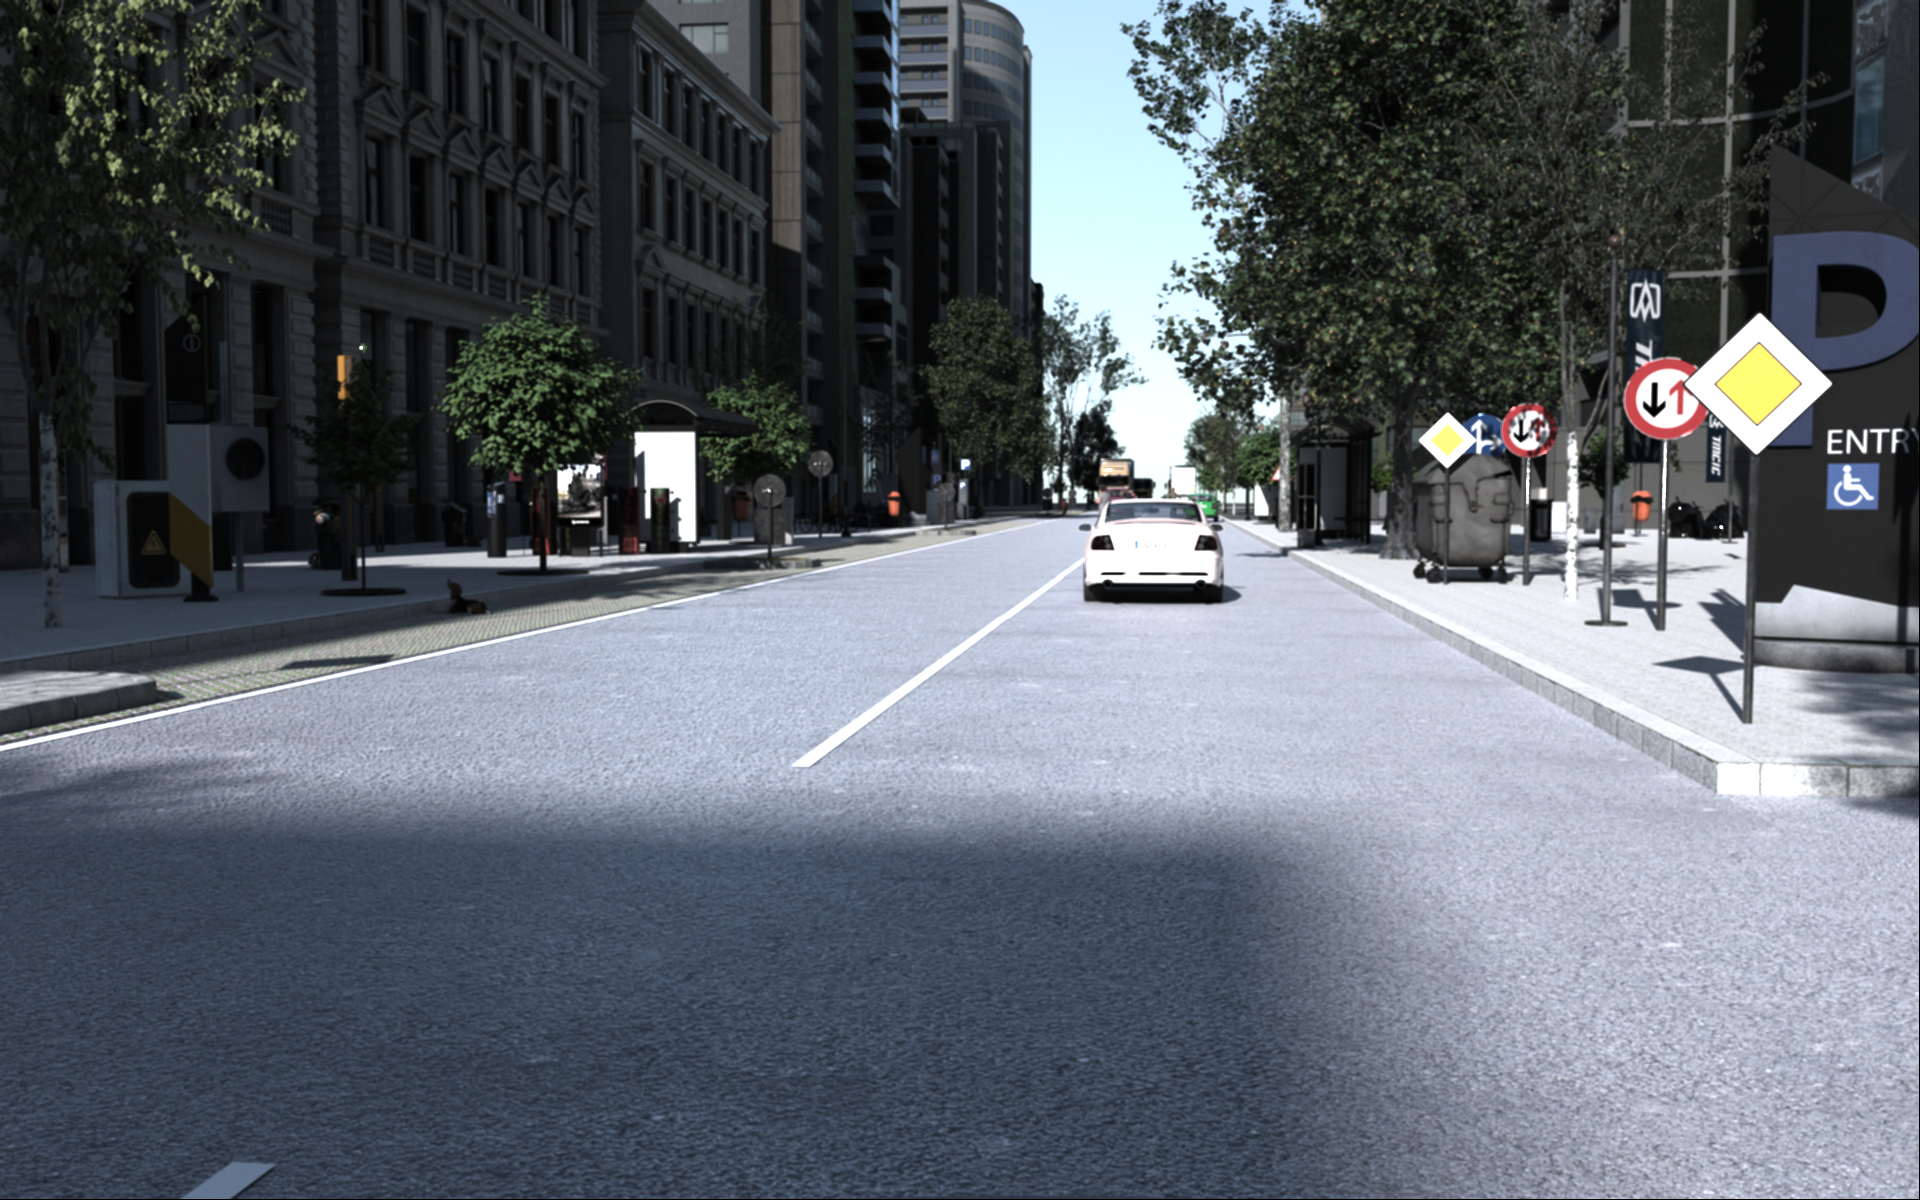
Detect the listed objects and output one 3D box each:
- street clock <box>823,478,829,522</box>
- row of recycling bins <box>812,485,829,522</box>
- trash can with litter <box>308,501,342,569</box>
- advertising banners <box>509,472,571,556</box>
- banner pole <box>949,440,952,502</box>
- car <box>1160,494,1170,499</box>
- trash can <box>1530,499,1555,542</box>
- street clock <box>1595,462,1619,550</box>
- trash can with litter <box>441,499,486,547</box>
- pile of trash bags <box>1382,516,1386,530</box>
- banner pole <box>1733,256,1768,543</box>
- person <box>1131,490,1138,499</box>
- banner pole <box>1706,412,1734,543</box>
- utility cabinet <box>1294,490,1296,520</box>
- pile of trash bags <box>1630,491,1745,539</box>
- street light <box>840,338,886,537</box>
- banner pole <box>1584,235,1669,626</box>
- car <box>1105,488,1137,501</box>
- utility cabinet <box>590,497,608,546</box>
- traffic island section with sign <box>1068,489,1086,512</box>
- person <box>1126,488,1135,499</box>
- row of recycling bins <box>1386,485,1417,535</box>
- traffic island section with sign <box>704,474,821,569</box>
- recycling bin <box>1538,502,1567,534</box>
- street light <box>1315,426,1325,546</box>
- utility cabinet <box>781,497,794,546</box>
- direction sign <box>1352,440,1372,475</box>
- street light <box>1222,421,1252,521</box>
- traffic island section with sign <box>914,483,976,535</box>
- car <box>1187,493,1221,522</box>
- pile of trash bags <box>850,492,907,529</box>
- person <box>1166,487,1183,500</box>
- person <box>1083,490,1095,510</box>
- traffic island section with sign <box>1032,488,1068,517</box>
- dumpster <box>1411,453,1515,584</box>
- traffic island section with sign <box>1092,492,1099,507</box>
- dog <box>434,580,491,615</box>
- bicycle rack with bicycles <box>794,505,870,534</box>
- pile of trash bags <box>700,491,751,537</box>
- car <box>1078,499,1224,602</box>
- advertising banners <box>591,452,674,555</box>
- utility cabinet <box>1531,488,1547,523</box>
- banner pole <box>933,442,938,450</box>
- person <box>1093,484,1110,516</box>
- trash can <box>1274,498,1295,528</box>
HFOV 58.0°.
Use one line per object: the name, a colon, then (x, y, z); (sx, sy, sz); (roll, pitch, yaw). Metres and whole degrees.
street clock: (-5.988, -4.472, 77.689); (0.358, 2.002, 0.471); (-1, 4, -19)
row of recycling bins: (-6.453, -4.525, 81.104); (1.069, 1.692, 3.534); (0, 4, -5)
trash can with litter: (-10.872, -1.114, 29.600); (0.624, 1.170, 1.055); (-3, 5, -42)
advertising banners: (-8.736, -2.447, 36.196); (2.074, 3.025, 0.090); (2, 4, 28)
banner pole: (-0.452, -5.488, 79.738); (0.401, 3.779, 0.863); (0, 4, 3)
car: (25.669, -12.307, 213.021); (2.131, 1.459, 4.920); (1, 4, 8)
trash can: (15.579, -2.134, 46.544); (0.748, 1.137, 0.748); (0, 3, 0)
street clock: (14.775, -2.144, 39.625); (0.471, 2.002, 0.358); (0, 4, -6)
trash can with litter: (-12.079, -1.885, 42.204); (1.055, 1.170, 0.624); (1, 4, 10)
pile of trash bags: (16.895, -3.203, 62.116); (3.447, 1.369, 1.912); (-2, 4, -34)
banner pole: (7.697, -1.614, 16.398); (0.401, 3.779, 0.863); (3, 4, 37)
person: (11.112, -6.292, 112.305); (0.756, 1.711, 0.436); (2, 4, 25)
banner pole: (19.872, -3.372, 45.146); (0.863, 3.779, 0.401); (1, 4, 11)
utility cabinet: (15.870, -4.570, 83.396); (1.173, 1.500, 0.318); (-2, 4, -27)
pile of trash bags: (21.412, -2.535, 51.206); (1.912, 1.369, 3.447); (-3, 4, -36)
street light: (-2.884, -4.849, 51.827); (1.470, 5.913, 1.316); (0, 4, 7)
banner pole: (6.555, -1.648, 16.956); (0.863, 3.779, 0.401); (-1, 4, -20)
car: (9.590, -5.903, 105.186); (2.281, 1.827, 5.304); (0, 4, 6)
utility cabinet: (-9.166, -1.983, 43.588); (0.306, 1.237, 1.020); (-2, 4, -29)
traffic island section with sign: (8.967, -7.859, 137.119); (1.989, 1.847, 2.006); (0, 4, 7)
person: (9.498, -5.325, 96.016); (0.568, 1.767, 0.683); (1, 4, 21)
row of recycling bins: (14.632, -2.824, 53.288); (1.069, 1.692, 3.534); (-3, 5, -40)
traffic island section with sign: (-3.780, -1.539, 33.788); (1.989, 1.847, 2.006); (0, 4, 7)
recycling bin: (19.190, -2.662, 56.081); (0.722, 1.027, 0.722); (0, 4, 3)
street light: (8.342, -4.300, 42.849); (1.470, 5.913, 1.316); (0, 4, 7)
utility cabinet: (-4.269, -1.938, 42.852); (0.306, 1.237, 1.020); (0, 4, -4)
direction sign: (16.323, -4.808, 70.600); (0.876, 3.537, 0.379); (1, 4, 18)
street light: (13.389, -6.795, 83.646); (1.470, 5.913, 1.316); (0, 4, 7)
traffic island section with sign: (-0.483, -3.175, 60.542); (1.989, 1.847, 2.006); (0, 4, 7)
car: (12.450, -4.925, 89.313); (1.959, 1.807, 4.718); (1, 4, 9)
pile of trash bags: (-2.920, -3.423, 65.726); (1.912, 1.369, 3.447); (-1, 4, -20)
person: (12.618, -5.729, 102.179); (1.348, 1.823, 0.705); (-1, 4, -21)
person: (11.827, -9.196, 158.936); (1.350, 1.814, 0.705); (3, 4, 37)
traffic island section with sign: (5.621, -6.200, 109.999); (1.989, 1.847, 2.006); (0, 4, 7)
dumpster: (7.392, -1.206, 25.482); (1.264, 1.857, 1.865); (0, 4, 7)
traffic island section with sign: (15.692, -11.196, 191.677); (1.989, 1.847, 2.006); (0, 4, 7)
dog: (-5.899, -0.022, 20.561); (0.550, 0.427, 0.748); (-2, 4, -33)
bicycle rack with bicycles: (-4.239, -2.686, 57.303); (2.852, 0.926, 2.925); (-3, 5, -43)
pile of trash bags: (-8.079, -2.632, 52.785); (3.447, 1.369, 1.912); (-1, 4, -19)
car: (2.692, -0.735, 24.384); (2.083, 1.381, 4.827); (0, 4, 5)
advertising banners: (-6.933, -2.458, 36.377); (2.074, 3.025, 0.090); (-3, 5, -41)
utility cabinet: (20.833, -3.289, 62.451); (0.318, 1.500, 1.173); (0, 4, 3)
banner pole: (-1.141, -5.710, 83.382); (0.401, 3.779, 0.863); (-2, 4, -26)
person: (4.882, -3.052, 58.760); (0.716, 1.782, 0.532); (-2, 4, -35)
trash can: (11.689, -3.107, 62.458); (0.748, 1.137, 0.748); (0, 3, 0)
